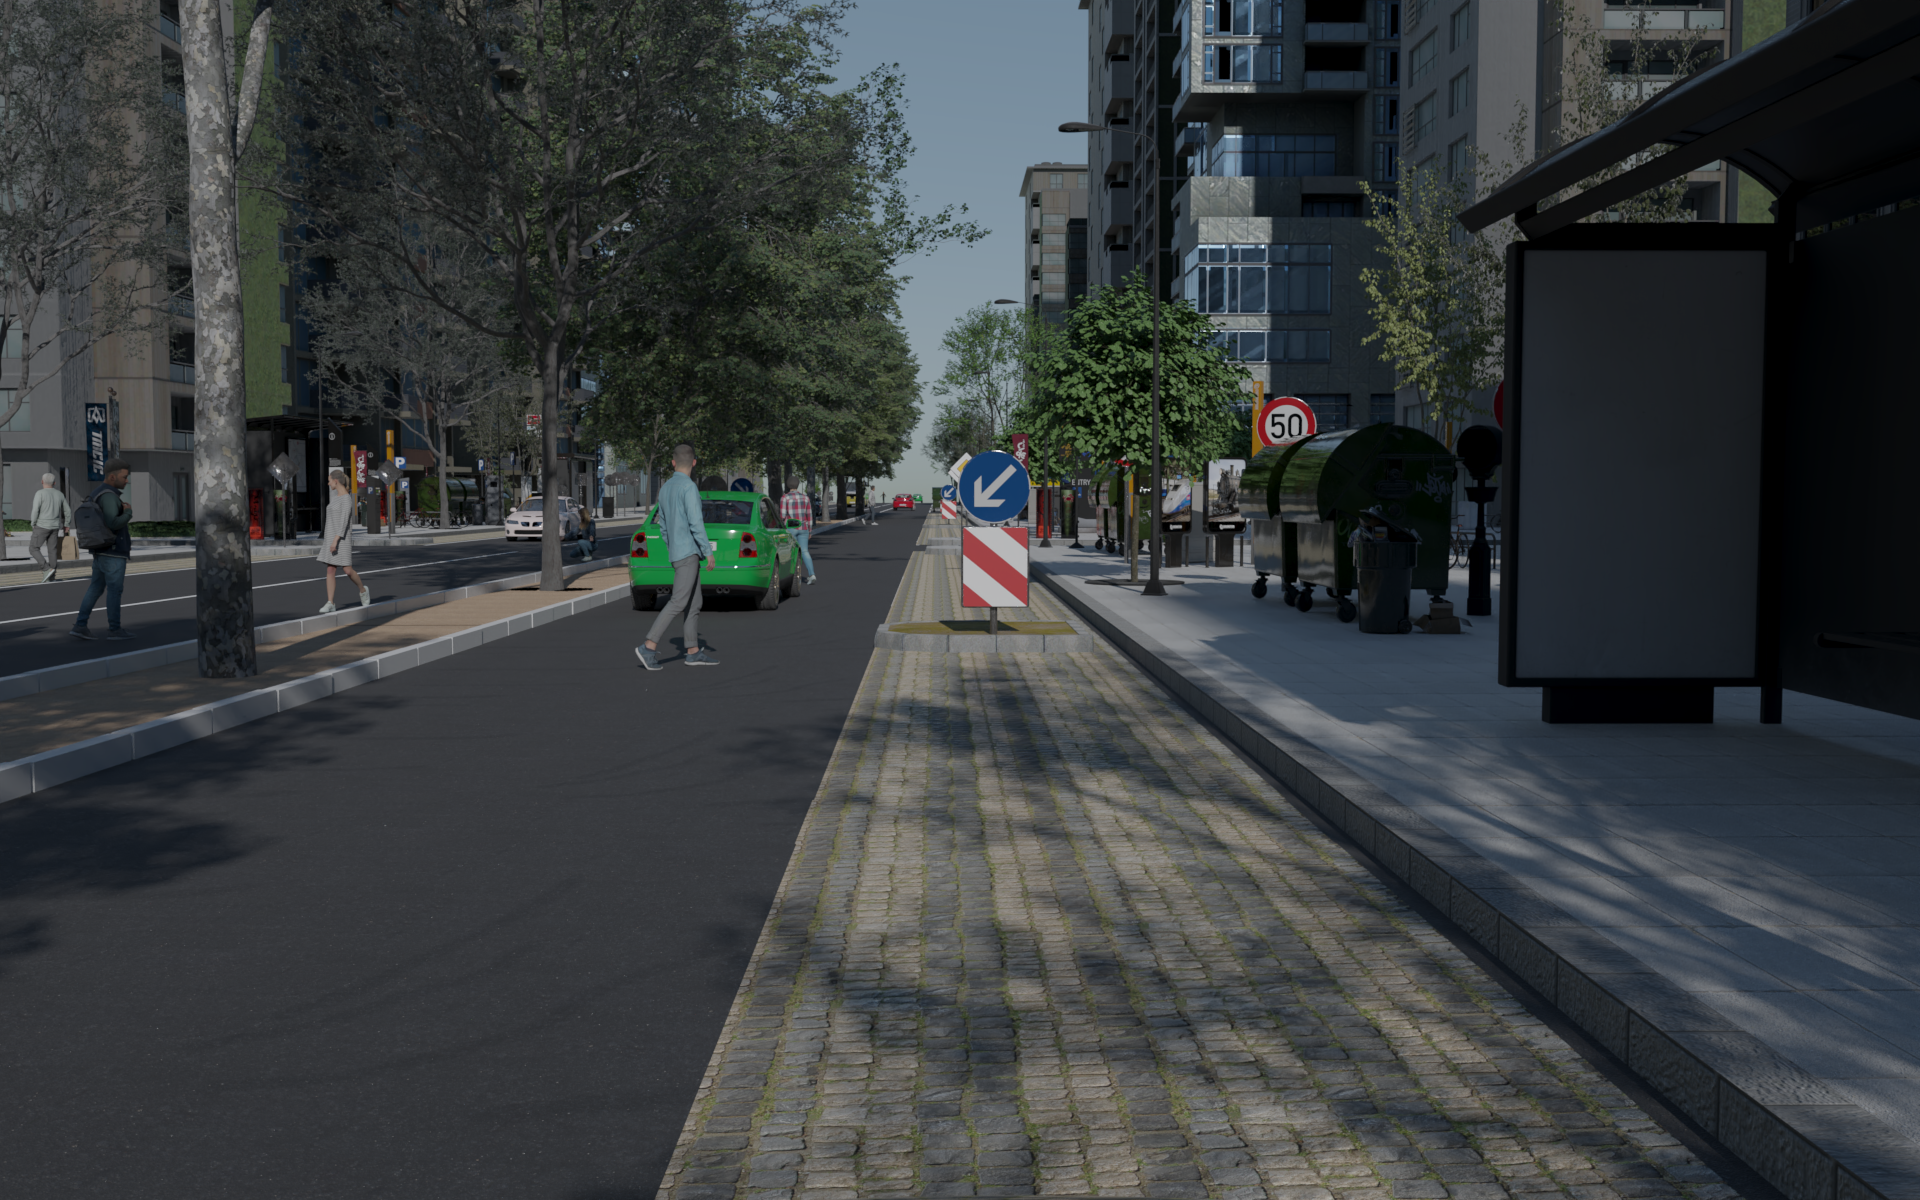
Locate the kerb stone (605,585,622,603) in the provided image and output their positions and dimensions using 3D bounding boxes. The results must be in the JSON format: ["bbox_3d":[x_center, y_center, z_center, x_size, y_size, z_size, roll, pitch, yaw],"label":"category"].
[{"bbox_3d":[-4.704,-0.059,23.170,0.120,0.150,1.000,0,4,-1],"label":"kerb stone"}]

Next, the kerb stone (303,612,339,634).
[{"bbox_3d":[-6.735,0.257,18.057,0.120,0.150,1.000,0,4,-1],"label":"kerb stone"}]

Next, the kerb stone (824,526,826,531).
[{"bbox_3d":[-5.295,-2.662,65.762,0.120,0.150,1.000,0,4,-1],"label":"kerb stone"}]

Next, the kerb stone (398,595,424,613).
[{"bbox_3d":[-6.779,0.065,21.131,0.120,0.150,1.000,0,4,-1],"label":"kerb stone"}]

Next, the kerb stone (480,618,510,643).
[{"bbox_3d":[-4.629,0.317,17.018,0.120,0.150,1.000,0,4,-1],"label":"kerb stone"}]

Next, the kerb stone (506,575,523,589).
[{"bbox_3d":[-6.850,-0.248,26.253,0.120,0.150,1.000,0,4,-1],"label":"kerb stone"}]

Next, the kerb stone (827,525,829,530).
[{"bbox_3d":[-5.318,-2.790,67.807,0.120,0.150,1.000,0,4,-1],"label":"kerb stone"}]

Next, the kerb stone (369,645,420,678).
[{"bbox_3d":[-4.580,0.504,13.947,0.120,0.150,1.000,0,4,-1],"label":"kerb stone"}]

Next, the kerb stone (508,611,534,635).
[{"bbox_3d":[-4.642,0.254,18.050,0.120,0.150,1.000,0,4,-1],"label":"kerb stone"}]

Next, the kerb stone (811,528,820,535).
[{"bbox_3d":[-5.248,-2.476,62.678,0.120,0.150,1.000,0,4,-1],"label":"kerb stone"}]

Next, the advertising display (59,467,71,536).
[{"bbox_3d":[-21.195,-2.192,41.047,0.123,1.923,0.974,-1,4,-22],"label":"advertising display"}]

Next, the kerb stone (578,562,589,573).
[{"bbox_3d":[-6.924,-0.562,31.383,0.120,0.150,1.000,0,4,-1],"label":"kerb stone"}]

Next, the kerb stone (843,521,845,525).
[{"bbox_3d":[-5.475,-3.480,79.092,0.120,0.150,1.000,0,4,-1],"label":"kerb stone"}]

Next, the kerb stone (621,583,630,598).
[{"bbox_3d":[-4.728,-0.122,24.192,0.120,0.150,1.000,0,4,-1],"label":"kerb stone"}]

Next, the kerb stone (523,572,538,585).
[{"bbox_3d":[-6.866,-0.311,27.279,0.120,0.150,1.000,0,4,-1],"label":"kerb stone"}]

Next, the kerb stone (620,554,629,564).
[{"bbox_3d":[-6.980,-0.812,35.478,0.120,0.150,1.000,0,4,-1],"label":"kerb stone"}]

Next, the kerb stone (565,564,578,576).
[{"bbox_3d":[-6.912,-0.499,30.358,0.120,0.150,1.000,0,4,-1],"label":"kerb stone"}]

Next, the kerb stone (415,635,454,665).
[{"bbox_3d":[-4.594,0.444,14.972,0.120,0.150,1.000,0,4,-1],"label":"kerb stone"}]

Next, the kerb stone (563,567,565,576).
[{"bbox_3d":[-6.897,-0.436,29.328,0.120,0.150,1.000,0,4,-1],"label":"kerb stone"}]

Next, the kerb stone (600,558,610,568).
[{"bbox_3d":[-6.953,-0.686,33.429,0.120,0.150,1.000,0,4,-1],"label":"kerb stone"}]

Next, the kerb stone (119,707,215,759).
[{"bbox_3d":[-4.522,0.759,9.843,0.120,0.150,1.000,0,4,-1],"label":"kerb stone"}]

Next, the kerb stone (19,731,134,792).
[{"bbox_3d":[-4.513,0.824,8.817,0.120,0.150,1.000,0,4,-1],"label":"kerb stone"}]

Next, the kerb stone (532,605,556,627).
[{"bbox_3d":[-4.649,0.191,19.072,0.120,0.150,1.000,0,4,-1],"label":"kerb stone"}]

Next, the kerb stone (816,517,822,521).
[{"bbox_3d":[-7.813,-4.534,96.434,0.120,0.150,1.000,0,4,-1],"label":"kerb stone"}]

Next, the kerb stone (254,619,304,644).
[{"bbox_3d":[-6.726,0.316,17.033,0.120,0.150,1.000,0,4,-1],"label":"kerb stone"}]

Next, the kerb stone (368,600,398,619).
[{"bbox_3d":[-6.770,0.128,20.103,0.120,0.150,1.000,0,4,-1],"label":"kerb stone"}]

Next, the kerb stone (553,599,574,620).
[{"bbox_3d":[-4.668,0.129,20.094,0.120,0.150,1.000,0,4,-1],"label":"kerb stone"}]

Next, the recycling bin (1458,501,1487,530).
[{"bbox_3d":[18.235,-3.002,61.644,0.722,1.027,0.722,-1,4,-20],"label":"recycling bin"}]

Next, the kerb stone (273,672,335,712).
[{"bbox_3d":[-4.545,0.637,11.889,0.120,0.150,1.000,0,4,-1],"label":"kerb stone"}]

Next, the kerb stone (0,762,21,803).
[{"bbox_3d":[-4.504,0.882,7.795,0.120,0.150,1.000,0,4,-1],"label":"kerb stone"}]

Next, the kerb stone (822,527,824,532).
[{"bbox_3d":[-5.278,-2.602,64.740,0.120,0.150,1.000,0,4,-1],"label":"kerb stone"}]

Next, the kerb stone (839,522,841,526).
[{"bbox_3d":[-5.437,-3.291,76.006,0.120,0.150,1.000,0,4,-1],"label":"kerb stone"}]

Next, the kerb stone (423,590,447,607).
[{"bbox_3d":[-6.800,0.003,22.153,0.120,0.150,1.000,0,4,-1],"label":"kerb stone"}]

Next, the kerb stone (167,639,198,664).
[{"bbox_3d":[-6.693,0.443,14.978,0.120,0.150,1.000,0,4,-1],"label":"kerb stone"}]

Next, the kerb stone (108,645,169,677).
[{"bbox_3d":[-6.678,0.506,13.956,0.120,0.150,1.000,0,4,-1],"label":"kerb stone"}]

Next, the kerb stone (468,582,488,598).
[{"bbox_3d":[-6.819,-0.123,24.209,0.120,0.150,1.000,0,4,-1],"label":"kerb stone"}]

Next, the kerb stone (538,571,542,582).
[{"bbox_3d":[-6.878,-0.373,28.301,0.120,0.150,1.000,0,4,-1],"label":"kerb stone"}]

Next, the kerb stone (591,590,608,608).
[{"bbox_3d":[-4.692,0.003,22.144,0.120,0.150,1.000,0,4,-1],"label":"kerb stone"}]

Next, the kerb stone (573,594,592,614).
[{"bbox_3d":[-4.672,0.066,21.116,0.120,0.150,1.000,0,4,-1],"label":"kerb stone"}]

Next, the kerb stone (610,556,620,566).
[{"bbox_3d":[-6.958,-0.749,34.456,0.120,0.150,1.000,0,4,-1],"label":"kerb stone"}]

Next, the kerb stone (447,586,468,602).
[{"bbox_3d":[-6.810,-0.060,23.178,0.120,0.150,1.000,0,4,-1],"label":"kerb stone"}]

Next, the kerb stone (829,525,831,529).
[{"bbox_3d":[-5.335,-2.849,68.833,0.120,0.150,1.000,0,4,-1],"label":"kerb stone"}]

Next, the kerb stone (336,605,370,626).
[{"bbox_3d":[-6.754,0.191,19.079,0.120,0.150,1.000,0,4,-1],"label":"kerb stone"}]

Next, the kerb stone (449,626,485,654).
[{"bbox_3d":[-4.606,0.379,15.996,0.120,0.150,1.000,0,4,-1],"label":"kerb stone"}]

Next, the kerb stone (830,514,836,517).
[{"bbox_3d":[-7.989,-5.294,108.760,0.120,0.150,1.000,0,4,-1],"label":"kerb stone"}]

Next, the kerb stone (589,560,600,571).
[{"bbox_3d":[-6.935,-0.622,32.406,0.120,0.150,1.000,0,4,-1],"label":"kerb stone"}]

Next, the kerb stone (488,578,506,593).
[{"bbox_3d":[-6.836,-0.186,25.231,0.120,0.150,1.000,0,4,-1],"label":"kerb stone"}]

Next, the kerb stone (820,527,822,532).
[{"bbox_3d":[-5.261,-2.535,63.718,0.120,0.150,1.000,0,4,-1],"label":"kerb stone"}]

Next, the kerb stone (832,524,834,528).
[{"bbox_3d":[-5.365,-2.978,70.890,0.120,0.150,1.000,0,4,-1],"label":"kerb stone"}]

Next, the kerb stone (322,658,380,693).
[{"bbox_3d":[-4.569,0.571,12.920,0.120,0.150,1.000,0,4,-1],"label":"kerb stone"}]

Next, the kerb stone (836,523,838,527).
[{"bbox_3d":[-5.402,-3.166,73.961,0.120,0.150,1.000,0,4,-1],"label":"kerb stone"}]

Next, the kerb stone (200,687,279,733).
[{"bbox_3d":[-4.538,0.693,10.866,0.120,0.150,1.000,0,4,-1],"label":"kerb stone"}]
